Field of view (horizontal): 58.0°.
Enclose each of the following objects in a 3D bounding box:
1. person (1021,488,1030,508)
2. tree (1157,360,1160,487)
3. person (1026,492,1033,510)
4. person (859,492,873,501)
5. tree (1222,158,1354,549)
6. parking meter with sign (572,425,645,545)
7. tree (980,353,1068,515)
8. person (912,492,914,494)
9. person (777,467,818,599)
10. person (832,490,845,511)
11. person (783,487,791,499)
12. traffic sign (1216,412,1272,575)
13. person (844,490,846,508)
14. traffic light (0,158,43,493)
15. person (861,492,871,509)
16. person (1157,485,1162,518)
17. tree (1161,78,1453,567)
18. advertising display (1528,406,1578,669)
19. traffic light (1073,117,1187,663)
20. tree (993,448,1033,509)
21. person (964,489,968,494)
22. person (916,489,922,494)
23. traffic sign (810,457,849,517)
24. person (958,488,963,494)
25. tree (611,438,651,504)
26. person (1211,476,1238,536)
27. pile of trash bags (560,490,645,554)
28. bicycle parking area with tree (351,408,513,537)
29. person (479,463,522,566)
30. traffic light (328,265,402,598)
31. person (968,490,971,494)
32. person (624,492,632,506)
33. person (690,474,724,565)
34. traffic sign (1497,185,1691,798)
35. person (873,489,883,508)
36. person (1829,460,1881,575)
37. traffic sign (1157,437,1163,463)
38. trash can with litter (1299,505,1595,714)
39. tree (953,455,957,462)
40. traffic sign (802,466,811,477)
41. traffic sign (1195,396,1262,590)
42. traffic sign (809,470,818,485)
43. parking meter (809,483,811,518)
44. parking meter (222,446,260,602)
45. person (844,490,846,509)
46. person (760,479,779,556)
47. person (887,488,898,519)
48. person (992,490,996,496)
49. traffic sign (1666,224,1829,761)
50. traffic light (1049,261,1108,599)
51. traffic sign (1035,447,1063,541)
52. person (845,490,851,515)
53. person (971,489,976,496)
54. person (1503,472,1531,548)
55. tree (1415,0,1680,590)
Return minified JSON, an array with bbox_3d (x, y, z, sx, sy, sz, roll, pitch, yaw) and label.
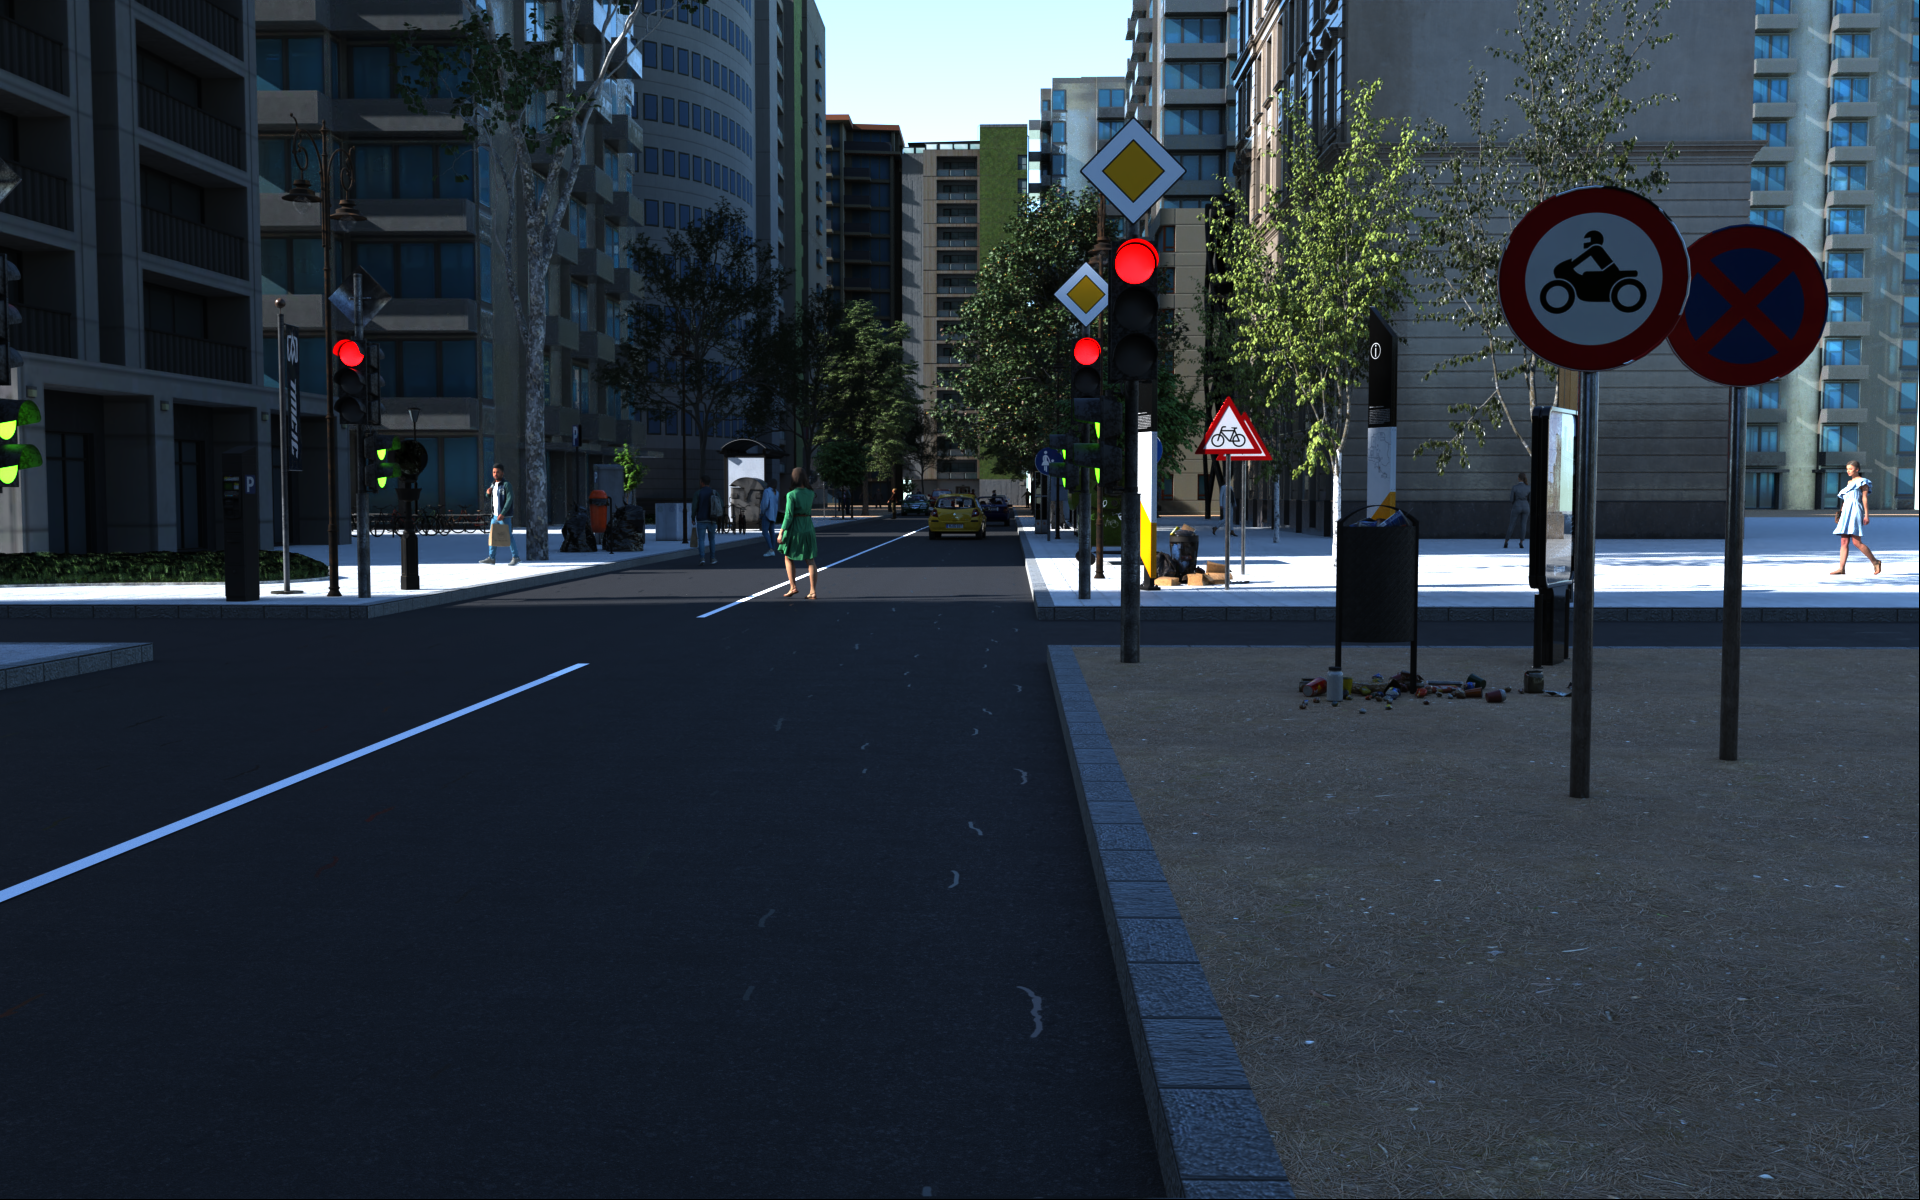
[{"bbox_3d":[6.208,-9.390,159.664,1.348,1.812,0.705,-3,5,-39],"label":"person"},{"bbox_3d":[8.951,-7.780,77.561,4.737,8.622,4.395,0,3,0],"label":"tree"},{"bbox_3d":[5.720,-7.933,135.883,0.705,1.807,1.348,-3,4,-39],"label":"person"},{"bbox_3d":[-6.190,-6.540,113.663,0.721,1.739,1.217,3,5,42],"label":"person"},{"bbox_3d":[8.039,-5.321,37.356,4.360,8.622,3.978,0,3,0],"label":"tree"},{"bbox_3d":[-8.920,-2.925,44.088,1.738,3.016,0.543,-2,4,-29],"label":"parking meter with sign"},{"bbox_3d":[5.492,-12.395,120.782,7.486,12.596,7.792,0,3,0],"label":"tree"},{"bbox_3d":[-4.164,-8.744,152.261,1.065,1.426,0.557,0,4,-5],"label":"person"},{"bbox_3d":[-2.183,-0.911,23.649,0.529,1.795,0.600,3,4,38],"label":"person"},{"bbox_3d":[-8.981,-7.601,130.408,1.350,1.814,0.705,0,4,-3],"label":"person"},{"bbox_3d":[-10.861,-6.356,110.493,0.721,1.766,1.217,3,4,37],"label":"person"},{"bbox_3d":[4.505,-1.682,27.505,0.884,2.594,0.081,0,4,4],"label":"traffic sign"},{"bbox_3d":[-10.918,-9.538,162.903,0.530,1.710,0.541,2,4,27],"label":"person"},{"bbox_3d":[-7.579,-1.493,13.331,0.839,4.253,0.868,0,4,2],"label":"traffic light"},{"bbox_3d":[-8.155,-8.848,150.837,0.705,1.807,1.348,-3,5,-42],"label":"person"},{"bbox_3d":[10.410,-5.295,92.587,0.822,1.834,0.622,0,4,-8],"label":"person"},{"bbox_3d":[6.398,-4.890,30.308,4.737,8.622,4.395,0,3,0],"label":"tree"},{"bbox_3d":[4.478,-0.480,13.061,0.123,1.923,0.974,2,4,32],"label":"advertising display"},{"bbox_3d":[1.279,-1.479,13.096,0.839,4.253,0.868,0,4,2],"label":"traffic light"},{"bbox_3d":[6.721,-14.296,168.144,7.601,10.594,8.767,-2,4,-35],"label":"tree"},{"bbox_3d":[0.443,-8.203,142.625,1.348,1.823,0.705,-3,4,-36],"label":"person"},{"bbox_3d":[-3.852,-9.603,163.506,0.683,1.767,0.568,1,4,15],"label":"person"},{"bbox_3d":[-7.215,-6.252,96.090,2.265,3.308,0.079,0,4,4],"label":"traffic sign"},{"bbox_3d":[0.079,-6.641,117.060,1.348,1.826,0.705,-3,4,-36],"label":"person"},{"bbox_3d":[-11.700,-4.012,60.191,1.663,3.219,1.824,0,3,0],"label":"tree"},{"bbox_3d":[8.062,-2.856,52.624,0.818,1.842,0.514,2,4,27],"label":"person"},{"bbox_3d":[-7.979,-1.758,38.493,1.912,1.369,3.447,-1,4,-11],"label":"pile of trash bags"},{"bbox_3d":[-18.944,-4.176,55.279,9.016,4.147,8.231,2,4,28],"label":"bicycle parking area with tree"},{"bbox_3d":[-8.136,-1.510,30.723,0.713,1.824,0.794,-2,4,-33],"label":"person"},{"bbox_3d":[-7.352,-1.981,21.313,0.839,4.253,0.868,0,4,2],"label":"traffic light"},{"bbox_3d":[0.849,-9.688,166.837,1.348,1.831,0.705,-1,4,-20],"label":"person"},{"bbox_3d":[-13.606,-3.943,71.260,0.760,1.731,0.466,-1,4,-22],"label":"person"},{"bbox_3d":[-5.160,-1.615,34.883,0.794,1.824,0.713,0,4,-3],"label":"person"},{"bbox_3d":[2.625,-0.438,7.261,0.768,2.556,0.104,1,4,9],"label":"traffic sign"},{"bbox_3d":[-7.321,-9.049,154.553,0.990,1.755,0.434,-1,4,-11],"label":"person"},{"bbox_3d":[14.134,-1.299,27.372,0.778,1.811,0.616,0,4,1],"label":"person"},{"bbox_3d":[3.705,-2.136,35.028,0.768,2.556,0.104,0,4,5],"label":"traffic sign"},{"bbox_3d":[3.060,0.004,10.991,2.233,1.210,1.678,0,4,-7],"label":"trash can with litter"},{"bbox_3d":[-3.944,-14.516,171.753,7.601,10.594,8.767,-1,4,-11],"label":"tree"},{"bbox_3d":[-7.411,-5.018,81.774,0.795,2.593,0.064,1,4,11],"label":"traffic sign"},{"bbox_3d":[3.577,-1.414,23.123,0.884,2.594,0.081,1,4,9],"label":"traffic sign"},{"bbox_3d":[-7.918,-5.603,91.710,0.768,2.556,0.104,1,4,11],"label":"traffic sign"},{"bbox_3d":[-8.019,-5.219,91.043,0.255,1.863,0.399,0,4,7],"label":"parking meter"},{"bbox_3d":[-8.620,-0.920,20.752,0.255,1.863,0.399,1,4,8],"label":"parking meter"},{"bbox_3d":[-10.093,-8.899,152.485,0.436,1.711,0.756,3,5,43],"label":"person"},{"bbox_3d":[-4.385,-1.911,40.002,0.793,1.790,0.793,0,4,-6],"label":"person"},{"bbox_3d":[-3.856,-5.526,99.365,0.721,1.766,1.217,1,4,22],"label":"person"},{"bbox_3d":[2.292,-6.665,118.278,0.445,1.727,0.742,0,4,2],"label":"person"},{"bbox_3d":[3.713,-0.501,8.292,0.768,2.556,0.104,0,4,5],"label":"traffic sign"},{"bbox_3d":[1.506,-1.967,21.077,0.839,4.253,0.868,0,4,2],"label":"traffic light"},{"bbox_3d":[2.422,-2.878,47.160,0.768,2.556,0.104,0,4,3],"label":"traffic sign"},{"bbox_3d":[-6.908,-6.198,107.468,0.705,1.814,1.350,-1,4,-20],"label":"person"},{"bbox_3d":[1.068,-7.823,136.341,0.705,1.831,1.348,2,4,34],"label":"person"},{"bbox_3d":[13.225,-2.125,41.064,0.520,1.790,0.573,-1,4,-12],"label":"person"},{"bbox_3d":[7.732,-4.453,23.163,4.360,8.622,3.978,0,3,0],"label":"tree"}]
